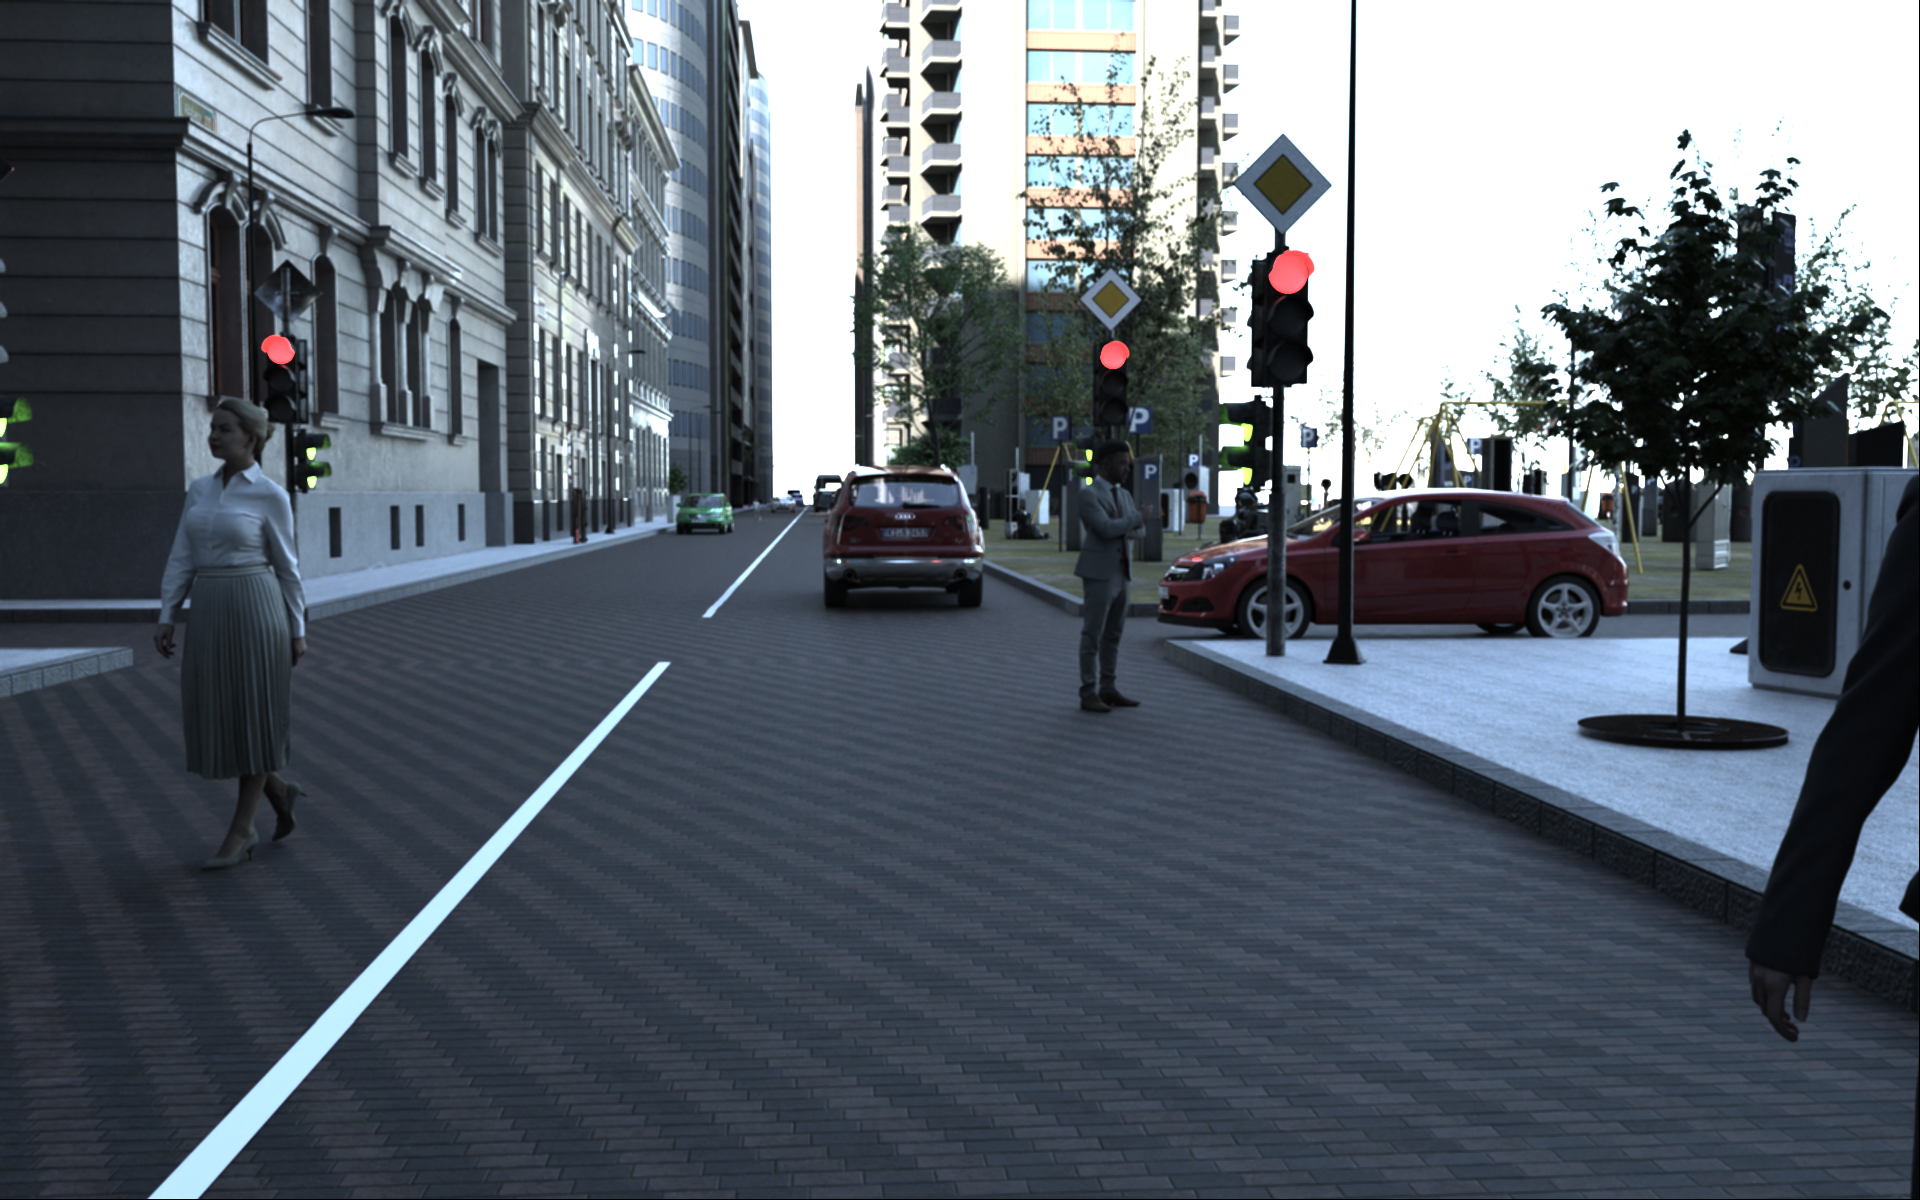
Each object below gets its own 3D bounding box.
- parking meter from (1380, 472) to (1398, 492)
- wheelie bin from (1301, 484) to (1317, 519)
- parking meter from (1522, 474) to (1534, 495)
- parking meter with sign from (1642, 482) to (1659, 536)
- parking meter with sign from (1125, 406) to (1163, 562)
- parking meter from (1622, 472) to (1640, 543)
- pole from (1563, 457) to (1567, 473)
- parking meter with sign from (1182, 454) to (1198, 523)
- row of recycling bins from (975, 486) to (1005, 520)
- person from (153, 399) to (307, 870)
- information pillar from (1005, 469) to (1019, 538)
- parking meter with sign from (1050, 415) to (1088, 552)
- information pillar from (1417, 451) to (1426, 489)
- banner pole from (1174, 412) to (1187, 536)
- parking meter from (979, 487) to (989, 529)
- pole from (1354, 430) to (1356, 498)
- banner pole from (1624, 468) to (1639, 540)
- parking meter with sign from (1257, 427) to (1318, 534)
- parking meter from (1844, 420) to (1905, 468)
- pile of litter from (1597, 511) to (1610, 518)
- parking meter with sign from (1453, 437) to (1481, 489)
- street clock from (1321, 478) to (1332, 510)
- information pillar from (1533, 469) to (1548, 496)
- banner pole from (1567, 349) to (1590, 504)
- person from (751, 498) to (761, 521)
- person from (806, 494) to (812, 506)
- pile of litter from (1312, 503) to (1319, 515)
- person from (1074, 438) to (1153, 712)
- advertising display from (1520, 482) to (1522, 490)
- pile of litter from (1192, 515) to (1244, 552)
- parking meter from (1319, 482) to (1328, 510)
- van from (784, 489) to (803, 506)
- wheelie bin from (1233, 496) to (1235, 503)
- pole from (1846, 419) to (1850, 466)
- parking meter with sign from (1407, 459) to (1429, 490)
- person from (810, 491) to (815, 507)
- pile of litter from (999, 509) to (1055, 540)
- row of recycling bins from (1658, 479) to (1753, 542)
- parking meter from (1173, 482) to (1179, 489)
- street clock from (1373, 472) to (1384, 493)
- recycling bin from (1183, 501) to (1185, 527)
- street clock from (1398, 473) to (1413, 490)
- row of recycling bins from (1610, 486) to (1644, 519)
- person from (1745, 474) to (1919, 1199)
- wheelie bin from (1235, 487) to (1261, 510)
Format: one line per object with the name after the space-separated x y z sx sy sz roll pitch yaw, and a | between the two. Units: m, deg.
11.278 -2.437 45.557 0.255 1.863 0.399 -3 4 -37 | parking meter
10.410 -2.752 52.903 0.980 1.594 0.693 1 4 13 | wheelie bin
16.790 -2.784 51.234 0.255 1.863 0.399 2 4 32 | parking meter
21.179 -3.479 53.148 0.543 3.016 1.738 1 4 22 | parking meter with sign
3.606 -2.282 33.573 0.543 3.016 1.738 0 4 -5 | parking meter with sign
17.670 -2.440 45.605 0.399 1.863 0.255 -1 4 -21 | parking meter
33.440 -6.235 95.778 0.158 3.312 0.155 0 3 0 | pole
9.982 -4.894 76.273 0.543 3.016 1.738 -1 4 -12 | parking meter with sign
1.810 -4.981 88.558 1.069 1.692 3.534 -2 4 -27 | row of recycling bins
-2.820 0.115 6.846 0.478 1.798 0.641 1 4 20 | person
1.530 -2.851 51.099 0.304 2.012 0.304 -2 4 -31 | information pillar
2.783 -2.622 39.133 0.543 3.016 1.738 3 5 41 | parking meter with sign
25.295 -6.342 95.038 0.504 3.616 0.183 0 4 5 | information pillar
6.739 -3.841 52.813 0.401 3.779 0.863 0 4 4 | banner pole
0.873 -3.343 63.072 0.372 1.533 0.369 0 3 0 | parking meter
12.576 -3.772 55.523 0.158 3.312 0.155 0 3 0 | pole
18.869 -3.594 48.779 0.401 3.779 0.863 0 4 -1 | banner pole
8.486 -2.983 45.040 1.738 3.016 0.543 -2 4 -35 | parking meter with sign
7.274 -0.497 13.832 0.399 1.863 0.255 1 4 13 | parking meter
34.324 -4.749 91.616 1.719 0.858 1.176 -3 5 -43 | pile of litter
15.675 -3.525 53.898 0.543 3.016 1.738 0 4 -6 | parking meter with sign
16.790 -4.575 79.371 0.471 2.002 0.358 3 5 44 | street clock
17.257 -2.876 51.517 0.304 2.012 0.304 -3 4 -38 | information pillar
8.523 -2.072 23.894 0.401 3.779 0.863 3 5 42 | banner pole
-10.999 -4.884 93.368 0.505 1.210 0.382 -1 4 -22 | person
-17.824 -11.824 205.088 1.065 1.426 0.557 3 5 44 | person
20.489 -5.152 98.206 1.719 0.858 1.176 3 4 39 | pile of litter
1.035 -0.173 11.513 0.466 1.800 0.511 2 4 27 | person
29.280 -5.187 90.027 0.123 1.923 0.974 0 4 -1 | advertising display
5.269 -1.313 35.440 1.176 0.858 1.719 2 4 35 | pile of litter
18.245 -4.964 86.864 0.399 1.863 0.255 0 4 -4 | parking meter
-19.868 -12.396 207.060 2.240 2.365 5.245 0 4 -6 | van
12.449 -4.163 75.973 0.980 1.594 0.693 1 4 19 | wheelie bin
23.934 -3.242 46.846 0.158 3.312 0.155 0 3 0 | pole
22.454 -5.506 86.278 1.738 3.016 0.543 -2 4 -25 | parking meter with sign
-16.327 -11.278 192.981 0.705 1.814 1.350 1 4 20 | person
1.914 -2.154 49.184 1.176 0.858 1.719 -3 5 -39 | pile of litter
20.531 -2.422 46.709 3.534 1.692 1.069 -1 4 -15 | row of recycling bins
10.220 -4.640 81.569 0.399 1.863 0.255 2 4 25 | parking meter
13.987 -3.260 57.875 0.358 2.002 0.471 3 4 36 | street clock
8.156 -3.304 66.581 0.722 1.027 0.722 -3 5 -41 | recycling bin
15.161 -3.331 59.026 0.471 2.002 0.358 0 4 -3 | street clock
34.764 -4.930 87.717 3.534 1.692 1.069 2 4 32 | row of recycling bins
1.291 0.420 2.060 0.576 1.772 0.534 -1 4 -16 | person
10.394 -3.315 62.102 0.693 1.594 0.980 1 4 19 | wheelie bin
